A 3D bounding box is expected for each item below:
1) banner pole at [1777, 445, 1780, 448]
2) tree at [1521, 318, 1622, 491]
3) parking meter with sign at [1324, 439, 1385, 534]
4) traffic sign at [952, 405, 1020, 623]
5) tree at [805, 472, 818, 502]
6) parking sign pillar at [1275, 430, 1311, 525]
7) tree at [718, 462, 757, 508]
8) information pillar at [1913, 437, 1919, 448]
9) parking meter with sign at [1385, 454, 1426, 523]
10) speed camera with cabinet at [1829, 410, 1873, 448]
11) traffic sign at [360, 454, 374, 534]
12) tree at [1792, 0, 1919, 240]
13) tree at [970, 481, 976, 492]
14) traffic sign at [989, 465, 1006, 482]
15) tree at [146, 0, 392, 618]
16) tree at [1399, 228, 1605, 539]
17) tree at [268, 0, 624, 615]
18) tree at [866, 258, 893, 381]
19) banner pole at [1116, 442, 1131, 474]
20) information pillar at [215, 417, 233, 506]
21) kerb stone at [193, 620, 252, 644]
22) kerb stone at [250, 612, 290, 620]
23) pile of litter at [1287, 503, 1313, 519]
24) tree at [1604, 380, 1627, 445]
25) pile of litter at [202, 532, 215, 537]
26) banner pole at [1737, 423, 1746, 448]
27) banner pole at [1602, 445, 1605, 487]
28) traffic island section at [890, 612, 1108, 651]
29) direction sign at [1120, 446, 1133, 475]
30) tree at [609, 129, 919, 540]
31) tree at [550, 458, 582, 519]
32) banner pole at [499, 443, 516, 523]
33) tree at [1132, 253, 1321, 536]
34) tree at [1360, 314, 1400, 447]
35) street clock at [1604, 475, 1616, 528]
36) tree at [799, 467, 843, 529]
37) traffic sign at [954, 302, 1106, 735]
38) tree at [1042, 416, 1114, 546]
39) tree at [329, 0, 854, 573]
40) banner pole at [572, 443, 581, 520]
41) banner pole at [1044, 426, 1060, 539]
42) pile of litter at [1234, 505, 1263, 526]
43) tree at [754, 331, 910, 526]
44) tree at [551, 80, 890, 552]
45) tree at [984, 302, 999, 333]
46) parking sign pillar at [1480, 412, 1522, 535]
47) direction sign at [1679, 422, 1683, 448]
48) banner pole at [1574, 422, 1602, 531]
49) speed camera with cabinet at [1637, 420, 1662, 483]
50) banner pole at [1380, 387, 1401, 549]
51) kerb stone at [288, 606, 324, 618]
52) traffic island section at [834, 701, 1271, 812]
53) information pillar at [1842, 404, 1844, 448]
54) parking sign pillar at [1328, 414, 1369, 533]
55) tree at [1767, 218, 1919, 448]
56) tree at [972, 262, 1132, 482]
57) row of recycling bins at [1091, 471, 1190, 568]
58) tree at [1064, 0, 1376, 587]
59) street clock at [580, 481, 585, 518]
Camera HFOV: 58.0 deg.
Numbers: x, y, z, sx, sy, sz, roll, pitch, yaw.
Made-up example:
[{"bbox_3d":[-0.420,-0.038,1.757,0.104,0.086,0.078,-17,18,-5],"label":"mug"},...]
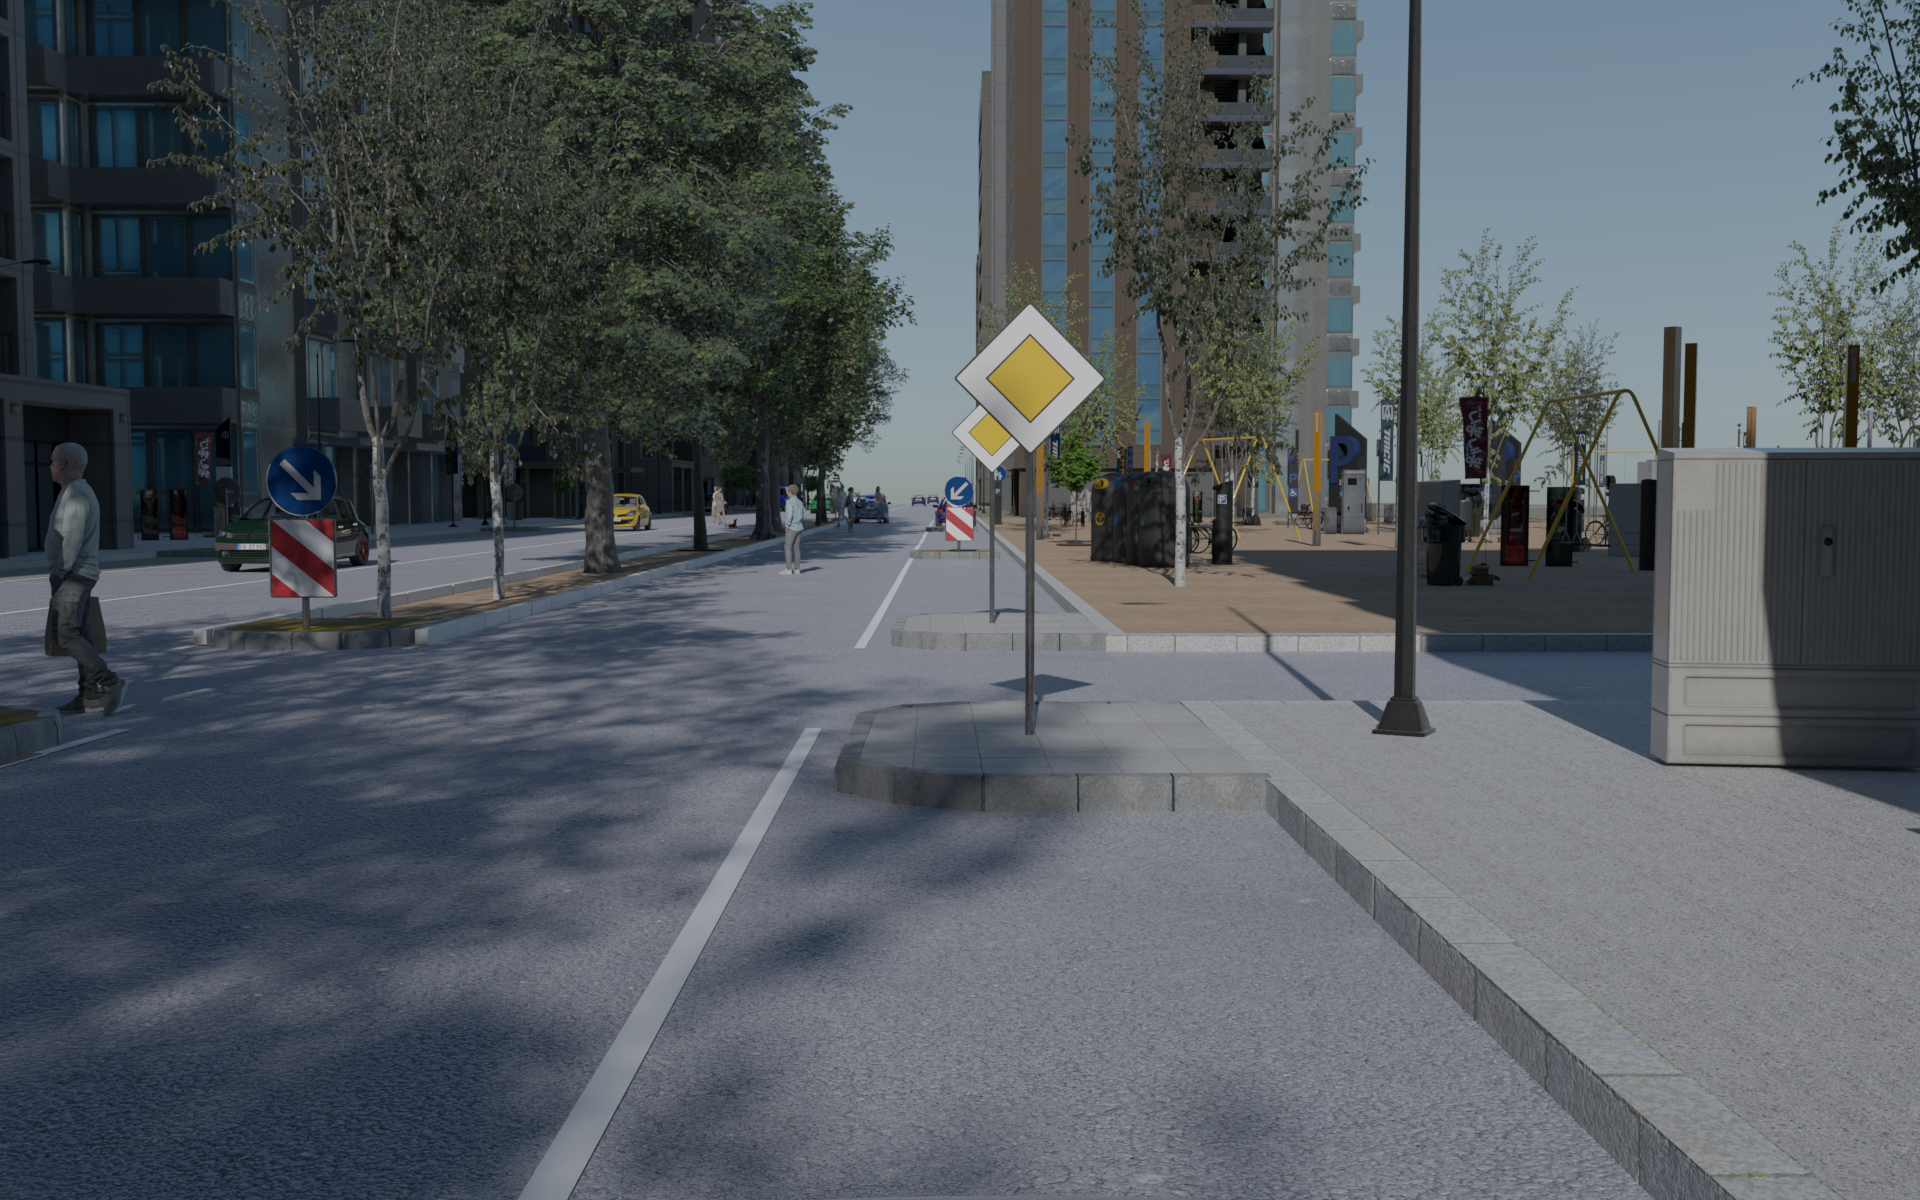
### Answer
[{"bbox_3d":[41.771,-6.057,89.046,0.863,3.779,0.401,2,4,29],"label":"banner pole"},{"bbox_3d":[25.921,-7.510,73.155,4.360,8.622,3.978,0,3,0],"label":"tree"},{"bbox_3d":[12.502,-3.600,55.128,1.738,3.016,0.543,0,4,2],"label":"parking meter with sign"},{"bbox_3d":[0.315,-0.827,17.160,0.795,2.450,0.064,0,4,0],"label":"traffic sign"},{"bbox_3d":[-21.683,-16.426,252.282,4.285,4.588,4.351,0,3,0],"label":"tree"},{"bbox_3d":[13.866,-5.111,72.030,1.447,3.967,1.447,1,4,11],"label":"parking sign pillar"},{"bbox_3d":[-20.743,-11.291,168.315,4.285,4.588,4.351,0,3,0],"label":"tree"},{"bbox_3d":[35.830,-4.487,64.716,0.504,3.616,0.183,0,4,-5],"label":"information pillar"},{"bbox_3d":[19.675,-4.919,76.693,1.738,3.016,0.543,2,4,33],"label":"parking meter with sign"},{"bbox_3d":[20.750,-2.842,40.808,2.038,3.252,0.660,0,4,7],"label":"speed camera with cabinet"},{"bbox_3d":[-18.897,-3.396,55.631,0.768,2.556,0.104,0,4,2],"label":"traffic sign"},{"bbox_3d":[11.279,-4.217,19.318,4.360,8.622,3.978,0,3,0],"label":"tree"},{"bbox_3d":[1.108,-14.113,225.352,1.663,3.219,1.824,0,3,0],"label":"tree"},{"bbox_3d":[1.625,-4.586,75.087,0.768,2.556,0.104,0,4,5],"label":"traffic sign"},{"bbox_3d":[-6.293,-4.017,18.503,4.360,8.622,3.978,0,3,0],"label":"tree"},{"bbox_3d":[15.148,-6.025,48.869,4.737,8.622,4.395,0,3,0],"label":"tree"},{"bbox_3d":[-6.224,-4.290,22.956,4.360,8.622,3.978,0,3,0],"label":"tree"},{"bbox_3d":[-6.861,-9.453,63.663,9.857,13.997,8.962,0,3,0],"label":"tree"},{"bbox_3d":[7.907,-5.698,83.174,0.863,3.779,0.401,1,4,20],"label":"banner pole"},{"bbox_3d":[-22.238,-3.733,52.386,0.504,3.616,0.183,0,4,4],"label":"information pillar"},{"bbox_3d":[-7.200,0.324,16.899,0.120,0.150,1.000,0,4,0],"label":"kerb stone"},{"bbox_3d":[-7.210,0.264,17.921,0.120,0.150,1.000,0,4,0],"label":"kerb stone"},{"bbox_3d":[17.849,-4.632,89.706,1.719,0.858,1.176,3,4,36],"label":"pile of litter"},{"bbox_3d":[28.642,-8.004,81.229,4.737,8.622,4.395,0,3,0],"label":"tree"},{"bbox_3d":[-21.840,-2.283,51.295,1.176,0.858,1.719,-2,4,-26],"label":"pile of litter"},{"bbox_3d":[27.787,-4.365,61.383,0.863,3.779,0.401,0,4,-7],"label":"banner pole"},{"bbox_3d":[28.373,-5.308,76.808,0.863,3.779,0.401,-3,4,-39],"label":"banner pole"},{"bbox_3d":[0.338,0.308,17.237,2.009,0.180,2.903,0,4,0],"label":"traffic island section"},{"bbox_3d":[7.864,-5.501,81.941,0.379,3.537,0.876,-3,4,-38],"label":"direction sign"},{"bbox_3d":[-6.074,-8.174,53.104,9.611,12.733,9.660,0,3,0],"label":"tree"},{"bbox_3d":[-20.457,-5.844,90.149,1.663,3.219,1.824,0,3,0],"label":"tree"},{"bbox_3d":[-19.814,-5.255,75.928,0.401,3.779,0.863,3,5,42],"label":"banner pole"},{"bbox_3d":[8.594,-6.287,53.161,4.737,8.622,4.395,0,3,0],"label":"tree"},{"bbox_3d":[17.559,-7.139,67.080,4.737,8.622,4.395,0,3,0],"label":"tree"},{"bbox_3d":[24.923,-3.785,66.462,0.358,2.002,0.471,-1,4,-12],"label":"street clock"},{"bbox_3d":[-6.397,-7.230,71.024,4.360,8.622,3.978,0,3,0],"label":"tree"},{"bbox_3d":[0.368,-0.338,9.175,0.795,2.450,0.064,0,4,0],"label":"traffic sign"},{"bbox_3d":[2.763,-2.957,42.954,1.663,3.219,1.824,0,3,0],"label":"tree"},{"bbox_3d":[-6.465,-7.445,30.843,9.857,13.997,8.962,0,3,0],"label":"tree"},{"bbox_3d":[-19.036,-5.856,85.764,0.401,3.779,0.863,-1,4,-18],"label":"banner pole"},{"bbox_3d":[2.609,-3.620,49.204,0.401,3.779,0.863,-2,4,-33],"label":"banner pole"},{"bbox_3d":[11.508,-3.448,70.334,1.719,0.858,1.176,0,4,-5],"label":"pile of litter"},{"bbox_3d":[-6.410,-8.588,77.286,8.767,10.594,7.601,0,4,0],"label":"tree"},{"bbox_3d":[-6.574,-7.018,42.950,9.928,11.665,9.643,0,3,0],"label":"tree"},{"bbox_3d":[2.646,-6.815,61.788,4.360,8.622,3.978,0,3,0],"label":"tree"},{"bbox_3d":[16.974,-4.080,55.186,1.447,3.967,1.447,2,4,35],"label":"parking sign pillar"},{"bbox_3d":[22.715,-3.842,54.806,0.379,3.537,0.876,-3,4,-38],"label":"direction sign"},{"bbox_3d":[21.732,-4.301,60.336,0.401,3.779,0.863,-2,4,-35],"label":"banner pole"},{"bbox_3d":[19.306,-3.216,46.911,2.038,3.252,0.660,-2,4,-24],"label":"speed camera with cabinet"},{"bbox_3d":[10.097,-3.090,40.544,0.863,3.779,0.401,-2,4,-35],"label":"banner pole"},{"bbox_3d":[-7.228,0.199,18.943,0.120,0.150,1.000,0,4,0],"label":"kerb stone"},{"bbox_3d":[0.392,0.797,9.252,2.009,0.180,2.903,0,4,0],"label":"traffic island section"},{"bbox_3d":[22.536,-3.219,43.988,0.183,3.616,0.504,0,4,0],"label":"information pillar"},{"bbox_3d":[12.914,-4.233,57.681,1.447,3.967,1.447,-3,4,-37],"label":"parking sign pillar"},{"bbox_3d":[23.925,-5.928,47.280,4.737,8.622,4.395,0,3,0],"label":"tree"},{"bbox_3d":[2.452,-6.358,54.321,4.737,8.622,4.395,0,3,0],"label":"tree"},{"bbox_3d":[3.307,-1.508,31.766,1.069,1.692,3.534,-1,4,-14],"label":"row of recycling bins"},{"bbox_3d":[3.139,-4.475,23.526,4.360,8.622,3.978,0,3,0],"label":"tree"},{"bbox_3d":[-20.218,-5.382,92.568,0.358,2.002,0.471,-1,4,-16],"label":"street clock"}]
